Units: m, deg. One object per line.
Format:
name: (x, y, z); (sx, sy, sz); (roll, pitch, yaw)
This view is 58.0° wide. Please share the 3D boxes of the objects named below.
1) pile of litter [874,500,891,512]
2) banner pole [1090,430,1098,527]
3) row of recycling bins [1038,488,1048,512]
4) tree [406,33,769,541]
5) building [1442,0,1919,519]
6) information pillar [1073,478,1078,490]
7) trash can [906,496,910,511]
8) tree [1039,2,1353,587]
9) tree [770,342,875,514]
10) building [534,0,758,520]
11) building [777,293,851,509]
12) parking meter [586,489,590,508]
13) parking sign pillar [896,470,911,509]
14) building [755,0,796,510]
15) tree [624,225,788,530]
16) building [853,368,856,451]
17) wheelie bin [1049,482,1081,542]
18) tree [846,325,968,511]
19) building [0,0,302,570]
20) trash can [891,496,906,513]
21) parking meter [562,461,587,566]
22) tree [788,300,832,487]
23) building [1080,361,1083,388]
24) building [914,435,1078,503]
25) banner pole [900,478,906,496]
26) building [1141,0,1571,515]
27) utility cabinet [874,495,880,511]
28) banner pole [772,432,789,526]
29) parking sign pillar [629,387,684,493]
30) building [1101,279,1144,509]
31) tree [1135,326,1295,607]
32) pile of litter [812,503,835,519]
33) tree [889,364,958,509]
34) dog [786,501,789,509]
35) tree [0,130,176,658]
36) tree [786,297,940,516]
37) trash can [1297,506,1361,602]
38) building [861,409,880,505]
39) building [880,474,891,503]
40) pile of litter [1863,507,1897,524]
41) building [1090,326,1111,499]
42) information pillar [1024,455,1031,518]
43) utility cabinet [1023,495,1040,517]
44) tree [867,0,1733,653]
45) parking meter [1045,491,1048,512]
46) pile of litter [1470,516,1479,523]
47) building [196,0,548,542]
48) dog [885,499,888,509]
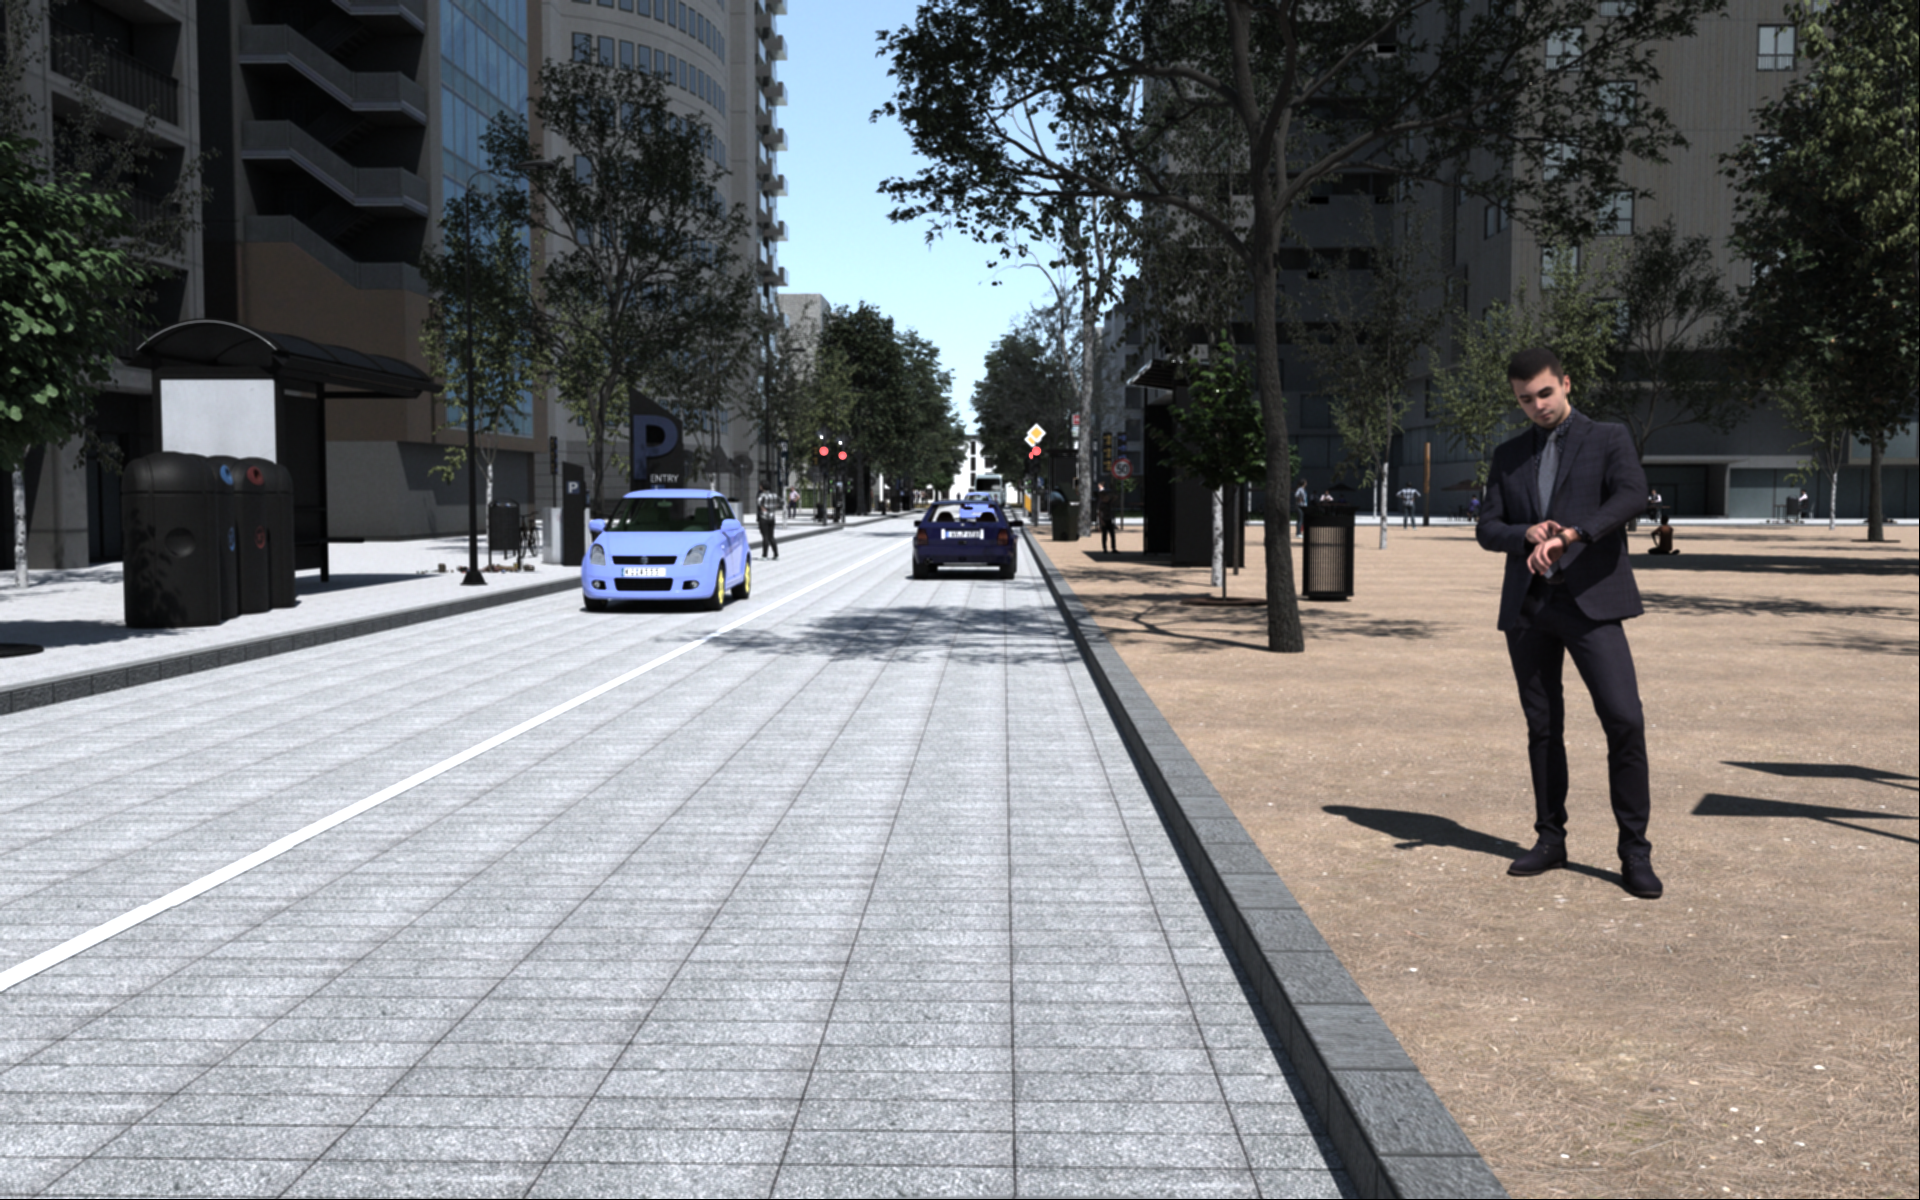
pile of litter: (-5.594, -6.859, 126.111); (1.176, 0.858, 1.719); (-2, 4, -26)
banner pole: (5.265, -4.782, 68.196); (0.401, 3.779, 0.863); (2, 4, 26)
row of recycling bins: (6.089, -7.176, 124.438); (1.069, 1.692, 3.534); (1, 4, 12)
tree: (-7.790, -6.224, 36.179); (8.767, 10.594, 7.601); (1, 4, 14)
building: (41.050, -31.208, 99.486); (27.495, 52.752, 28.713); (0, 4, 1)
information pillar: (5.387, -4.600, 79.702); (0.304, 2.012, 0.304); (1, 4, 10)
trash can: (-4.210, -7.549, 135.077); (0.748, 1.137, 0.748); (0, 3, 0)
tree: (3.325, -4.486, 23.715); (4.360, 8.622, 3.978); (0, 3, 0)
tree: (-6.696, -8.134, 83.361); (4.737, 8.622, 4.395); (0, 3, 0)
building: (-23.997, -33.985, 97.654); (21.231, 58.520, 28.212); (0, 4, 1)
building: (-20.220, -18.482, 168.645); (16.747, 18.905, 31.486); (0, 4, 1)
parking meter: (-16.555, -4.170, 76.595); (0.372, 1.533, 0.369); (0, 3, 0)
parking sign pillar: (-4.832, -9.638, 146.058); (1.447, 3.967, 1.447); (1, 4, 15)
building: (-24.657, -31.048, 127.248); (23.786, 49.044, 30.456); (0, 4, 1)
tree: (-6.927, -5.887, 46.611); (4.360, 8.622, 3.978); (0, 3, 0)
building: (-19.047, -20.401, 189.979); (16.016, 20.091, 11.380); (0, 4, 1)
wheelie bin: (2.813, -2.391, 47.000); (0.693, 1.594, 0.980); (2, 4, 34)
tree: (-4.884, -13.599, 129.006); (9.857, 13.997, 8.962); (0, 3, 0)
building: (-25.225, -36.376, 33.002); (20.563, 71.187, 20.611); (0, 4, 1)
trash can: (-4.446, -6.626, 119.984); (0.748, 1.137, 0.748); (0, 3, 0)
parking meter: (-6.855, -1.536, 30.829); (0.399, 1.863, 0.255); (0, 4, -7)
tree: (-6.455, -6.835, 62.113); (4.360, 8.622, 3.978); (0, 3, 0)
building: (22.878, -21.795, 212.769); (16.016, 20.091, 11.380); (0, 4, 1)
building: (6.931, -18.732, 248.413); (28.070, 9.664, 9.099); (0, 4, 1)
banner pole: (-4.488, -9.006, 137.266); (0.401, 3.779, 0.863); (3, 5, 40)
building: (28.818, -33.477, 136.587); (28.713, 52.752, 27.495); (0, 4, 1)
utility cabinet: (-6.239, -7.299, 130.496); (0.306, 1.237, 1.020); (0, 4, 5)
banner pole: (-7.284, -4.873, 69.696); (0.863, 3.779, 0.401); (1, 4, 10)
parking sign pillar: (-7.499, -3.325, 42.844); (1.447, 3.967, 1.447); (-1, 4, -14)
building: (20.994, -18.427, 157.698); (16.016, 20.091, 11.380); (0, 4, 1)
tree: (2.949, -1.559, 20.085); (1.663, 3.219, 1.824); (0, 3, 0)
pile of litter: (-7.026, -4.608, 89.307); (1.176, 0.858, 1.719); (-2, 4, -29)
tree: (-4.003, -14.267, 151.386); (7.486, 12.596, 7.792); (0, 3, 0)
dog: (-14.966, -8.345, 150.823); (0.800, 0.831, 0.513); (2, 4, 35)
tree: (-8.058, -1.837, 13.743); (4.285, 4.588, 4.351); (0, 3, 0)
tree: (-5.905, -11.250, 100.942); (9.611, 12.733, 9.660); (0, 3, 0)
trash can: (4.433, -0.562, 20.844); (0.748, 1.137, 0.748); (0, 3, 0)
building: (-26.161, -21.160, 212.427); (31.486, 18.905, 16.747); (0, 4, 1)
building: (-21.414, -18.776, 249.140); (28.070, 9.664, 9.099); (0, 4, 1)
pile of litter: (40.341, -3.800, 76.093); (1.176, 0.858, 1.719); (-1, 4, -12)
building: (22.834, -19.849, 190.981); (16.747, 18.905, 31.486); (0, 4, 1)
information pillar: (3.735, -6.272, 93.899); (0.504, 3.616, 0.183); (-1, 4, -20)
utility cabinet: (3.974, -5.207, 96.302); (1.020, 1.237, 0.306); (-3, 4, -36)
tree: (2.346, -4.864, 13.937); (7.601, 10.594, 8.767); (1, 4, 21)
parking meter: (6.181, -6.932, 121.743); (0.372, 1.533, 0.369); (0, 3, 0)
pile of litter: (23.653, -3.905, 77.811); (1.719, 0.858, 1.176); (-1, 4, -10)
building: (-21.649, -24.613, 52.531); (14.200, 45.320, 14.600); (0, 4, 1)
dog: (-6.286, -8.354, 150.962); (0.800, 0.831, 0.513); (-2, 4, -34)
